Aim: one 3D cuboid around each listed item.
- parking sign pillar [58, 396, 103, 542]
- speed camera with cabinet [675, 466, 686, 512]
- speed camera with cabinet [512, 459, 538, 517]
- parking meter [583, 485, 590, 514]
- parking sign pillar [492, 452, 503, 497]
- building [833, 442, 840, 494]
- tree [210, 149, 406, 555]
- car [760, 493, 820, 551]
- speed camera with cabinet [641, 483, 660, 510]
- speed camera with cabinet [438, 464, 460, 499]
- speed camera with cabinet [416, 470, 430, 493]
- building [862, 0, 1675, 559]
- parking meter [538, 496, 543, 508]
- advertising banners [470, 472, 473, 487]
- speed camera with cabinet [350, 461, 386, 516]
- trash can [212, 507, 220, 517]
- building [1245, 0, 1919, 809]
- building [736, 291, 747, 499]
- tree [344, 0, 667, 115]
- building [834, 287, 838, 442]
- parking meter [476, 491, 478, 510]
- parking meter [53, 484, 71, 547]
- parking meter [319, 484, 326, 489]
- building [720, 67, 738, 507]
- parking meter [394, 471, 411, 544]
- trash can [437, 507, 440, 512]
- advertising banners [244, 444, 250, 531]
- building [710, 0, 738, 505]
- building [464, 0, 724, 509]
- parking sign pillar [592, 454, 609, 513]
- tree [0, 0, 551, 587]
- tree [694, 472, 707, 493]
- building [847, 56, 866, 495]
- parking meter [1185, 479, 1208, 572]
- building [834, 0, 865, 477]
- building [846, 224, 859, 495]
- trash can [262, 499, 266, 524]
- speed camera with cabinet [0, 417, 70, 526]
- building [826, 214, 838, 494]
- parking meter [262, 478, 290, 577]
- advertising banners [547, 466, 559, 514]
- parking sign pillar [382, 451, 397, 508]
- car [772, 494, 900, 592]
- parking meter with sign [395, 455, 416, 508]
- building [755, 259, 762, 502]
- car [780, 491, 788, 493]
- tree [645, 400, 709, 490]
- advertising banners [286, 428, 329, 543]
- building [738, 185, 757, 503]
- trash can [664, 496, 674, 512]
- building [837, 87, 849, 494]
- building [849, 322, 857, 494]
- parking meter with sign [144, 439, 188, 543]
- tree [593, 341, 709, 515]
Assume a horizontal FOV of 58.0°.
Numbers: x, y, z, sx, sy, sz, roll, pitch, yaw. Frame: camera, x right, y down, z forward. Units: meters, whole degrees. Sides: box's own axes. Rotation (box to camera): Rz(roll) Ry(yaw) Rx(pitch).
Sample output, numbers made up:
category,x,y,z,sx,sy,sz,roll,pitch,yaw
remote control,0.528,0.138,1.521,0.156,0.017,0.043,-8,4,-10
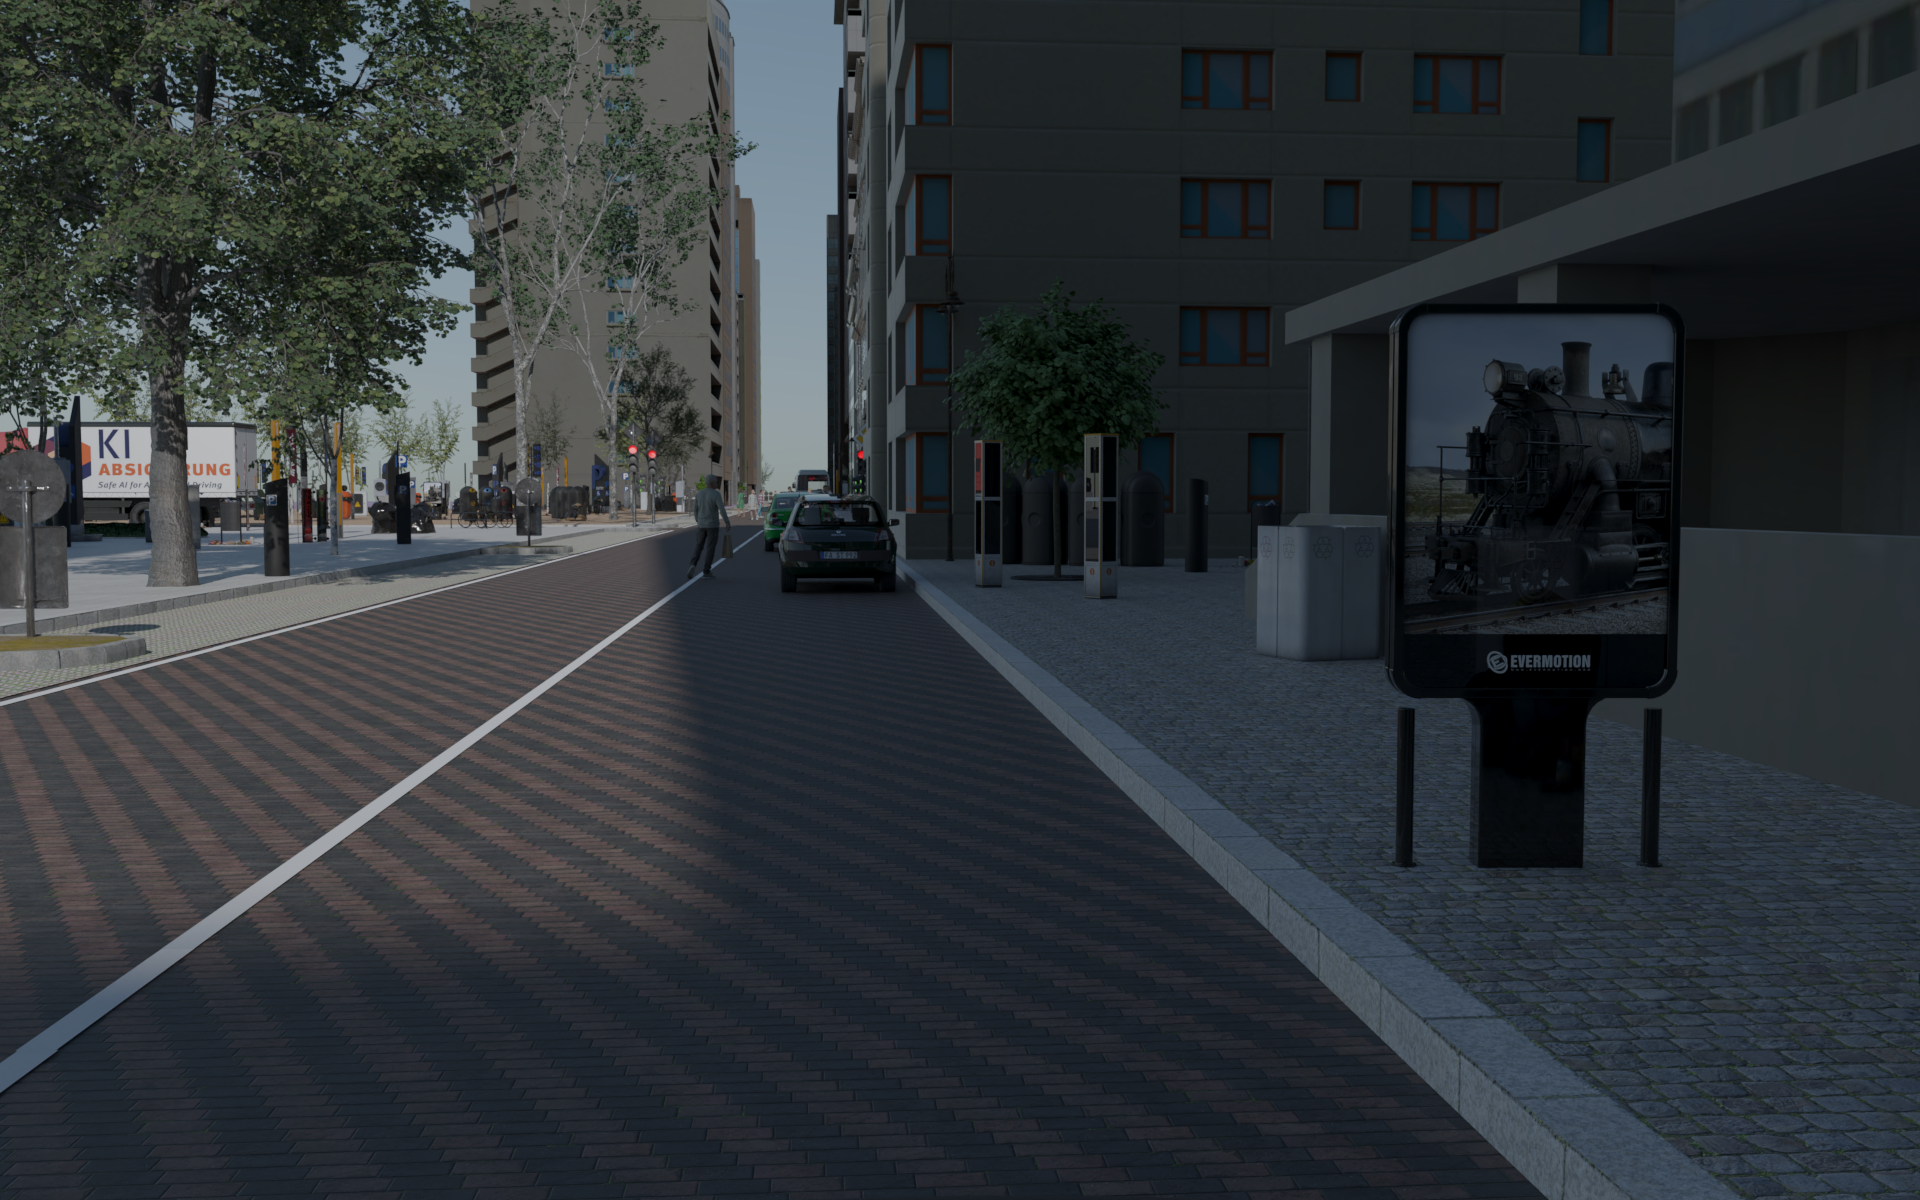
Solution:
category,x,y,z,sx,sy,sz,roll,pitch,yaw
parking sign pillar,-24.055,-3.570,46.847,1.447,3.967,1.447,-1,4,-20
speed camera with cabinet,-19.752,-7.835,122.434,0.660,3.252,2.038,0,4,-5
speed camera with cabinet,-24.612,-6.261,96.711,2.038,3.252,0.660,-2,4,-30
parking meter,-24.079,-6.476,111.595,0.399,1.863,0.255,1,4,18
parking sign pillar,-29.667,-7.505,111.172,1.447,3.967,1.447,0,4,-2
building,-4.138,-54.863,209.685,22.319,86.520,31.000,0,4,-5
tree,-13.325,-5.259,36.344,4.360,8.622,3.978,0,3,0
car,-4.163,-2.194,44.667,1.959,1.807,4.718,0,4,-6
speed camera with cabinet,-24.675,-8.785,137.968,0.660,3.252,2.038,1,4,20
speed camera with cabinet,-33.423,-7.358,114.632,2.038,3.252,0.660,0,4,-7
speed camera with cabinet,-42.485,-8.684,136.322,2.038,3.252,0.660,-1,4,-21
building,11.495,-12.464,48.831,27.650,21.520,28.899,0,4,-5
parking meter,-34.319,-8.313,141.624,0.255,1.863,0.399,1,4,23
advertising banners,-39.921,-8.821,140.410,0.090,3.025,2.074,-3,4,-39
speed camera with cabinet,-34.833,-6.576,101.849,2.038,3.252,0.660,-1,4,-15
trash can,-41.284,-5.184,96.406,0.748,1.137,0.748,0,3,0
building,19.608,-19.537,11.309,32.217,40.220,23.993,0,4,-5
building,-36.895,-28.592,239.176,14.160,30.474,14.107,0,4,-5
tree,-13.527,-12.303,57.050,12.611,20.169,13.585,0,3,0
building,-10.541,-28.745,241.687,14.160,30.474,14.107,0,4,-5
parking meter,-37.749,-7.735,134.884,0.372,1.533,0.369,0,3,0
parking meter,-21.663,-2.040,41.766,0.372,1.533,0.369,0,3,0
parking meter,-35.323,-5.527,96.080,0.399,1.863,0.255,1,4,16
building,-30.931,-32.311,178.394,14.600,45.320,14.200,0,4,-5
parking meter,-14.265,-2.361,44.316,0.399,1.863,0.255,-1,4,-19
trash can,-32.842,-5.913,108.339,0.748,1.137,0.748,0,3,0
advertising banners,-25.014,-3.946,60.709,0.090,3.025,2.074,-1,4,-19
building,-36.921,-40.167,198.729,21.231,58.520,28.212,0,4,-5
building,-33.231,-32.768,159.455,21.300,48.544,21.600,0,4,-5
parking sign pillar,-24.097,-7.806,116.102,1.447,3.967,1.447,3,4,36
tree,-10.907,-7.169,23.861,9.857,13.997,8.962,0,3,0
tree,-22.153,-9.433,148.830,1.663,3.219,1.824,0,3,0
building,0.175,-18.352,97.326,12.463,27.353,25.104,0,4,-5
parking meter,3.889,-1.226,28.458,0.372,1.533,0.369,0,3,0
building,2.415,-35.381,167.716,28.713,52.752,27.495,0,4,-5
building,-1.140,-17.138,122.003,13.314,21.916,24.055,0,4,-5
trash can,-21.199,-2.564,53.575,0.748,1.137,0.748,0,3,0
speed camera with cabinet,-23.829,-3.058,44.330,2.038,3.252,0.660,1,4,13
building,-12.576,-34.967,255.308,14.154,41.232,14.086,0,4,-5
parking meter,-10.678,-1.140,27.043,0.372,1.533,0.369,0,3,0
advertising banners,-25.877,-6.977,110.254,0.090,3.025,2.074,-2,4,-33
parking sign pillar,-35.281,-7.257,107.129,1.447,3.967,1.447,0,4,7
car,-1.906,-1.036,26.732,2.009,1.686,4.222,0,4,-5
parking meter with sign,-24.592,-4.951,77.204,0.543,3.016,1.738,-3,4,-38
building,-40.890,-37.255,292.713,14.154,41.232,14.086,0,4,-5
car,-24.120,-14.104,239.265,2.281,1.827,5.304,0,4,-5
tree,-21.078,-11.054,131.095,4.360,8.622,3.978,0,3,0
advertising banners,-17.232,-3.028,45.703,0.090,3.025,2.074,1,4,8
building,-37.083,-36.933,253.959,14.600,45.320,14.200,0,4,-5
trash can,-20.925,-6.903,124.520,0.748,1.137,0.748,0,3,0
building,-6.257,-32.906,188.126,14.600,45.320,14.200,0,4,-5
building,-3.738,-17.589,142.324,10.420,20.320,16.860,0,4,-5
parking meter with sign,-21.324,-3.071,46.479,0.543,3.016,1.738,0,4,-1
tree,-18.529,-10.404,104.514,7.601,10.594,8.767,-3,5,-39
